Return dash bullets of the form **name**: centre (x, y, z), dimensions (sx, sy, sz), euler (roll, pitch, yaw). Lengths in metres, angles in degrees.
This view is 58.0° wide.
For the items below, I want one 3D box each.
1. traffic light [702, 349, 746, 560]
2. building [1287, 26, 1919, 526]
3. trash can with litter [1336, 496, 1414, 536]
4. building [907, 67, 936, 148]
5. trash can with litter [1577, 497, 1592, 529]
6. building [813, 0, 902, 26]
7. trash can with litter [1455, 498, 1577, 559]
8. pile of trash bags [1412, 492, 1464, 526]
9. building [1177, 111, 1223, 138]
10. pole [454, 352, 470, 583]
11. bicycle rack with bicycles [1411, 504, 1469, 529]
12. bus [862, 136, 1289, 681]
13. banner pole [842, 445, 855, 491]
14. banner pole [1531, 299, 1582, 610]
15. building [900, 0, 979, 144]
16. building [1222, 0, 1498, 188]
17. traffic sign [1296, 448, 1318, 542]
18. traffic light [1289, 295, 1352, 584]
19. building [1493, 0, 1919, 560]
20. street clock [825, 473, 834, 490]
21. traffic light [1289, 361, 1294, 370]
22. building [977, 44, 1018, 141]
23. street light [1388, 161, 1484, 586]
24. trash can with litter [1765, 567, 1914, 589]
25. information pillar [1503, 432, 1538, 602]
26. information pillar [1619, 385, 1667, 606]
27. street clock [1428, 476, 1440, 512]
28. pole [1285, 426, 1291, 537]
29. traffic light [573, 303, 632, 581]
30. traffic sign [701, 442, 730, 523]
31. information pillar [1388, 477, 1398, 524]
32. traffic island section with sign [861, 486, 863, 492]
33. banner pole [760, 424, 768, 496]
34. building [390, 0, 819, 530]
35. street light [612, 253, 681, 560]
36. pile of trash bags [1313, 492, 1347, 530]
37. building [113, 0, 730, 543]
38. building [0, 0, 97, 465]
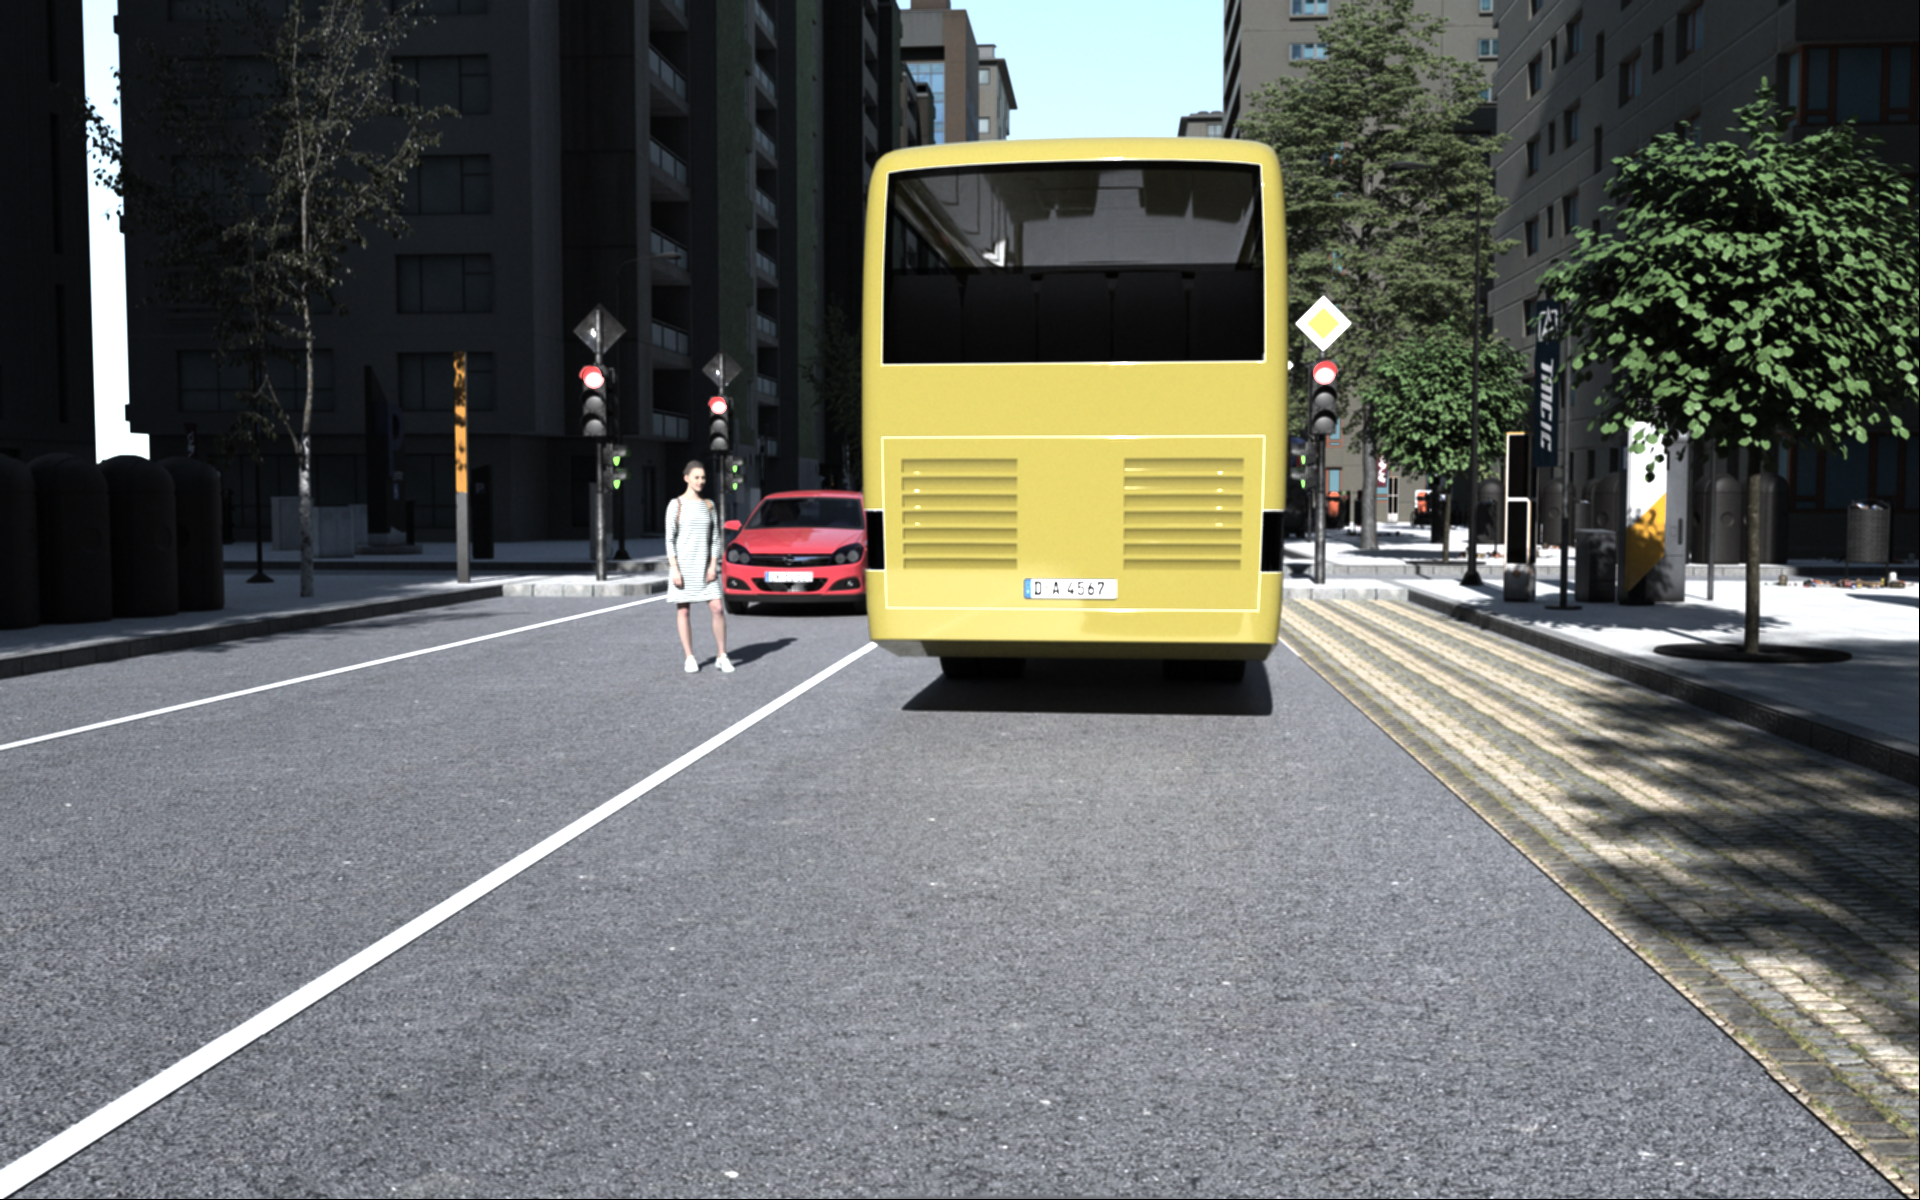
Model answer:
- **traffic light**: centre (-4.584, -2.727, 33.511), dimensions (0.839, 4.253, 0.868), euler (0, 4, 5)
- **building**: centre (31.516, -15.070, 91.439), dimensions (27.650, 21.520, 28.899), euler (0, 4, 5)
- **trash can with litter**: centre (12.683, -2.556, 52.844), dimensions (2.233, 1.210, 1.678), euler (1, 4, 20)
- **building**: centre (-9.331, -21.111, 116.865), dimensions (14.160, 30.474, 14.107), euler (0, 4, 5)
- **trash can with litter**: centre (14.232, -1.812, 40.690), dimensions (2.233, 1.210, 1.678), euler (-1, 4, -22)
- **building**: centre (-10.936, -19.779, 95.089), dimensions (14.160, 30.474, 14.107), euler (0, 4, 5)
- **trash can with litter**: centre (10.980, -1.460, 34.923), dimensions (2.233, 1.210, 1.678), euler (0, 4, 3)
- **pile of trash bags**: centre (19.673, -3.800, 71.875), dimensions (1.912, 1.369, 3.447), euler (2, 4, 33)
- **building**: centre (43.734, -39.468, 234.540), dimensions (28.713, 52.752, 27.495), euler (0, 4, 5)
- **pole**: centre (-7.170, -1.902, 24.937), dimensions (0.158, 3.312, 0.155), euler (0, 3, 0)
- **bicycle rack with bicycles**: centre (18.214, -3.122, 64.431), dimensions (2.852, 0.926, 2.925), euler (0, 4, 2)
- **bus**: centre (1.371, -1.509, 16.213), dimensions (2.896, 3.916, 12.252), euler (0, 4, 7)
- **banner pole**: centre (-4.904, -5.330, 77.166), dimensions (0.863, 3.779, 0.401), euler (-3, 4, -39)
- **banner pole**: centre (6.685, -1.802, 19.480), dimensions (0.401, 3.779, 0.863), euler (-1, 4, -16)
- **building**: centre (-5.704, -31.139, 159.232), dimensions (14.600, 45.320, 14.200), euler (0, 4, 5)
- **building**: centre (30.905, -30.914, 129.143), dimensions (21.300, 48.544, 21.600), euler (0, 4, 5)
- **traffic sign**: centre (9.282, -2.803, 45.928), dimensions (0.768, 2.556, 0.104), euler (1, 4, 11)
- **traffic light**: centre (5.123, -2.185, 24.643), dimensions (0.839, 4.253, 0.868), euler (0, 4, 5)
- **building**: centre (31.759, -12.283, 45.868), dimensions (28.899, 21.520, 27.650), euler (0, 4, 5)
- **street clock**: centre (-4.563, -3.427, 60.602), dimensions (0.358, 2.002, 0.471), euler (1, 4, 12)
- **traffic light**: centre (5.837, -2.671, 32.596), dimensions (0.839, 4.253, 0.868), euler (0, 4, 5)
- **building**: centre (-8.042, -37.939, 209.533), dimensions (28.713, 52.752, 27.495), euler (0, 4, 5)
- **street light**: centre (6.683, -3.167, 24.317), dimensions (1.470, 5.913, 1.316), euler (0, 4, 5)
- **trash can with litter**: centre (12.185, -0.799, 24.117), dimensions (2.233, 1.210, 1.678), euler (1, 4, 18)
- **information pillar**: centre (6.691, -0.988, 20.654), dimensions (0.304, 2.012, 0.304), euler (2, 4, 34)
- **information pillar**: centre (7.893, -1.747, 19.916), dimensions (0.504, 3.616, 0.183), euler (-1, 4, -17)
- **street clock**: centre (18.985, -3.966, 69.410), dimensions (0.471, 2.002, 0.358), euler (1, 4, 20)
- **pole**: centre (9.690, -3.522, 51.425), dimensions (0.158, 3.312, 0.155), euler (0, 3, 0)
- **traffic light**: centre (-5.298, -2.241, 25.558), dimensions (0.839, 4.253, 0.868), euler (0, 4, 5)
- **traffic sign**: centre (-5.853, -2.530, 41.472), dimensions (0.768, 2.556, 0.104), euler (1, 4, 13)
- **information pillar**: centre (18.568, -4.268, 74.273), dimensions (0.304, 2.012, 0.304), euler (-2, 4, -31)
- **traffic island section with sign**: centre (-2.784, -2.787, 54.190), dimensions (1.989, 1.847, 2.006), euler (0, 4, 5)
- **banner pole**: centre (-7.013, -4.406, 62.051), dimensions (0.401, 3.779, 0.863), euler (-2, 4, -28)
- **building**: centre (-14.142, -23.811, 72.903), dimensions (14.154, 41.232, 14.086), euler (0, 4, 5)
- **street light**: centre (-6.055, -3.730, 33.533), dimensions (1.470, 5.913, 1.316), euler (0, 4, 5)
- **pile of trash bags**: centre (13.297, -3.300, 63.715), dimensions (1.912, 1.369, 3.447), euler (0, 4, -6)
- **building**: centre (-14.488, -22.459, 50.802), dimensions (14.154, 41.232, 14.086), euler (0, 4, 5)
- **building**: centre (-34.256, -16.828, 46.847), dimensions (14.107, 30.474, 14.160), euler (0, 4, 5)
